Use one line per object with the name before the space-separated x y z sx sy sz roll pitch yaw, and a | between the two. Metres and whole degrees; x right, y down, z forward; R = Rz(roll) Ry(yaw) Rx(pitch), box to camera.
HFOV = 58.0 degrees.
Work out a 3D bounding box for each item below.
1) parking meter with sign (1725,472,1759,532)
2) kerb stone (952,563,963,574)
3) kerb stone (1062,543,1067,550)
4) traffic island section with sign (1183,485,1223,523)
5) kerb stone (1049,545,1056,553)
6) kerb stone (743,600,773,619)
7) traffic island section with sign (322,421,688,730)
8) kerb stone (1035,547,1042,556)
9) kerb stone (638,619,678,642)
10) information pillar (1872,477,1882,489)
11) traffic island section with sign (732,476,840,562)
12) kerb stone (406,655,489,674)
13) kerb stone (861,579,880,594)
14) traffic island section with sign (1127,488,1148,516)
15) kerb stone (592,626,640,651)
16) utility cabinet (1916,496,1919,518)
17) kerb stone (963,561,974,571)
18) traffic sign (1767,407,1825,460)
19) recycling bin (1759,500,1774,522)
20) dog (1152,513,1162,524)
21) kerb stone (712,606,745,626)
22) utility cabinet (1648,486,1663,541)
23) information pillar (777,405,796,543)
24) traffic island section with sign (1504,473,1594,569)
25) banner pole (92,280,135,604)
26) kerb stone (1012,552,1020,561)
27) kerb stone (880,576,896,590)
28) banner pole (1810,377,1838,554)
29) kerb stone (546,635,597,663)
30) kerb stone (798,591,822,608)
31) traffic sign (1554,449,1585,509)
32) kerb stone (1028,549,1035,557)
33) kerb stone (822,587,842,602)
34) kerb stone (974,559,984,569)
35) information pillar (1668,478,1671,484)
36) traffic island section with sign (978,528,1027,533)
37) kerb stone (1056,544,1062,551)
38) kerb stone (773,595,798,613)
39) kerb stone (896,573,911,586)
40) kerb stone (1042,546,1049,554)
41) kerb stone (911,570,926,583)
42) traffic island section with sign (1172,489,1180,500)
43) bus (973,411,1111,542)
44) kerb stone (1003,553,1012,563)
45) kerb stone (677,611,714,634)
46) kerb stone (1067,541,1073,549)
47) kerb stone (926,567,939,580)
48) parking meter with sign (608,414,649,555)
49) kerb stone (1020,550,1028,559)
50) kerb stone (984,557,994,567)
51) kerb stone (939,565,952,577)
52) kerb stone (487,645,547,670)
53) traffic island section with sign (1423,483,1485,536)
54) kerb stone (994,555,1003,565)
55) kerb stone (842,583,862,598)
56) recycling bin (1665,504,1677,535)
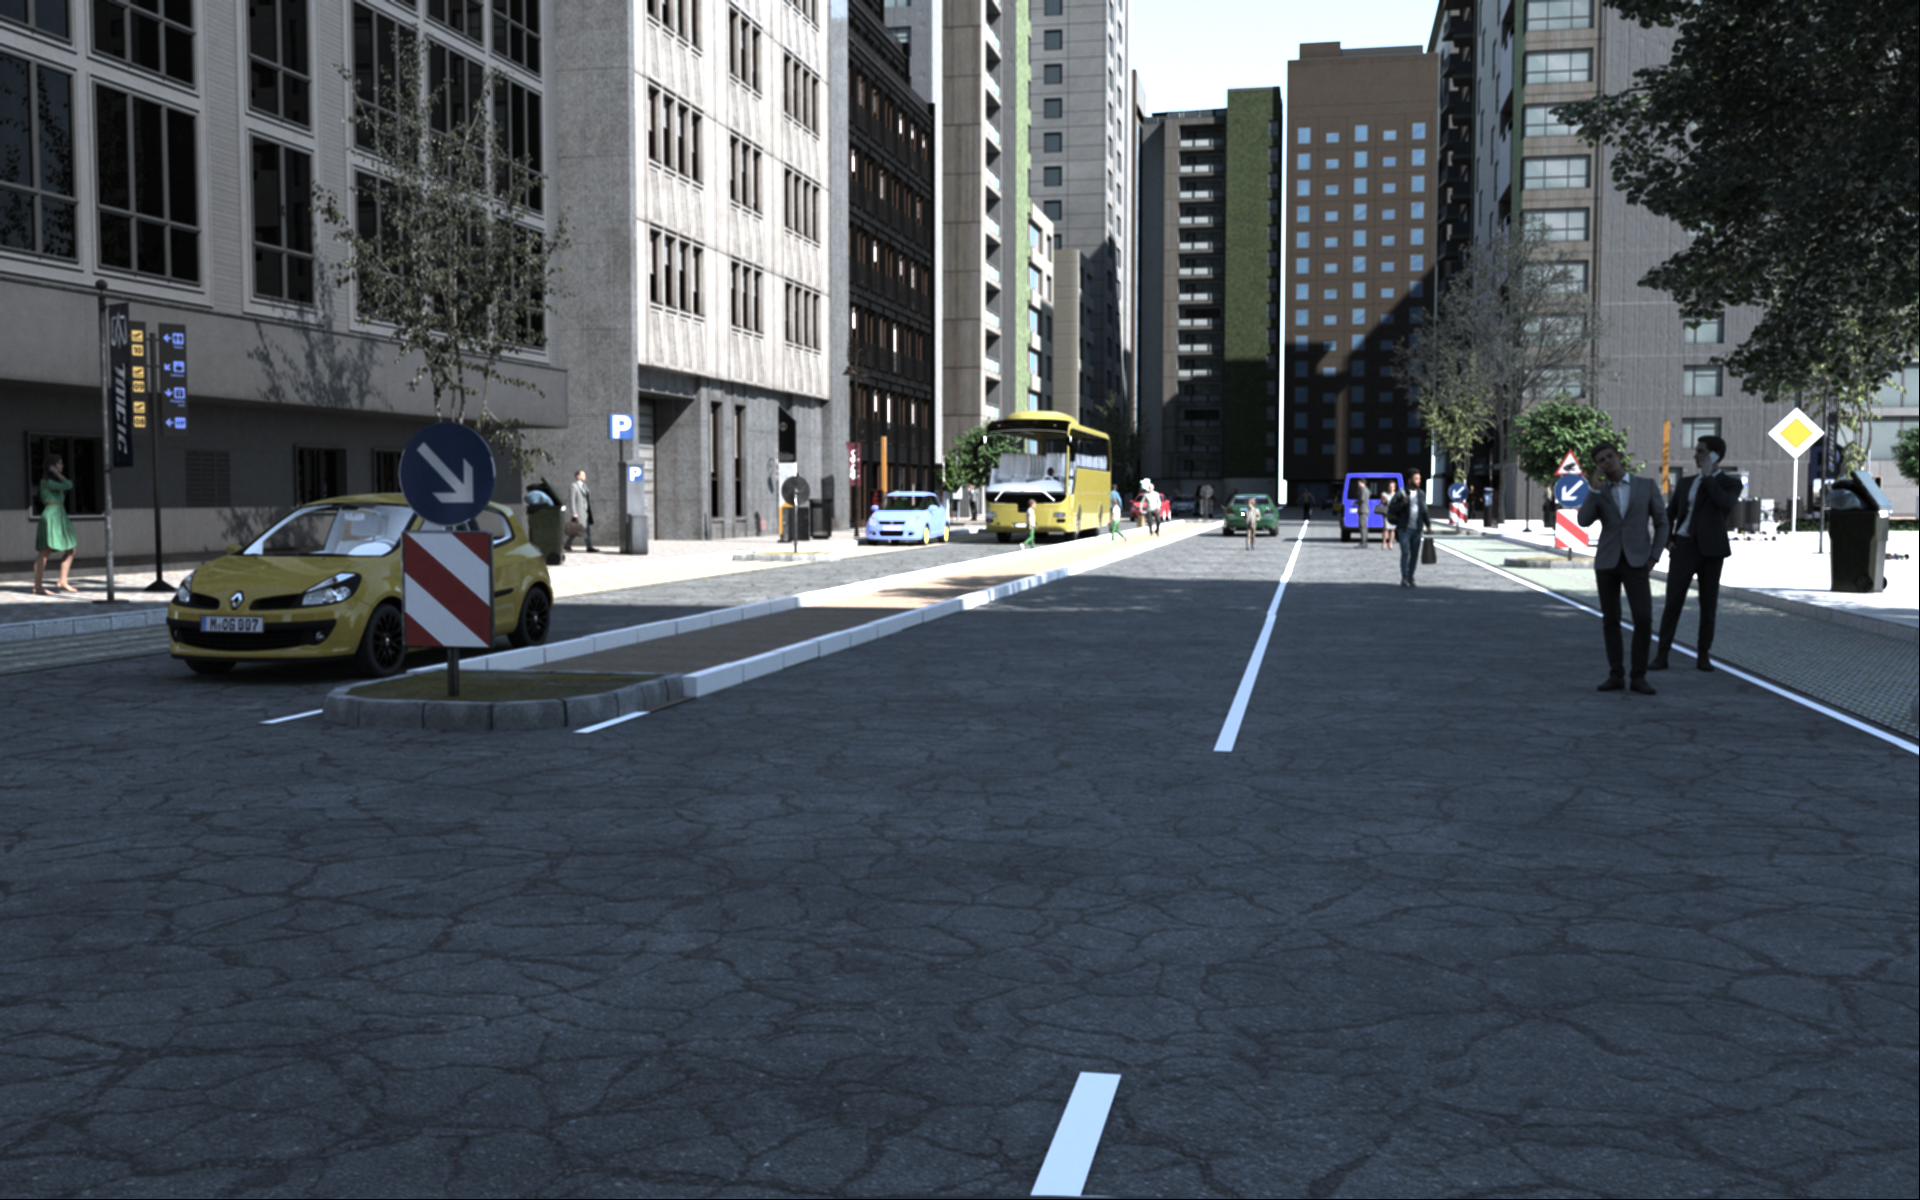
parking meter with sign | 26.539 -3.852 59.247 0.543 3.016 1.738 -2 4 -28
kerb stone | -0.153 -0.546 31.129 0.120 0.150 1.000 1 4 12
kerb stone | 2.546 -1.346 44.197 0.120 0.150 1.000 1 4 12
traffic island section with sign | 12.067 -4.708 85.106 2.006 1.907 1.989 1 4 12
kerb stone | 2.135 -1.219 42.185 0.120 0.150 1.000 1 4 12
kerb stone | -2.414 0.130 20.105 0.120 0.150 1.000 1 4 12
traffic island section with sign | -3.094 -0.206 11.507 2.006 1.907 1.989 1 4 12
kerb stone | 1.716 -1.095 40.169 0.120 0.150 1.000 1 4 12
kerb stone | -3.044 0.312 17.093 0.120 0.150 1.000 1 4 12
information pillar | 38.696 -4.198 73.132 0.304 2.012 0.304 1 4 15
traffic island section with sign | -3.669 -1.761 37.427 1.989 1.847 2.006 1 4 12
kerb stone | -3.870 0.558 13.088 0.120 0.150 1.000 1 4 12
kerb stone | -1.382 -0.178 25.111 0.120 0.150 1.000 1 4 12
traffic island section with sign | 12.068 -6.433 113.810 1.989 1.847 2.006 1 4 12
kerb stone | -3.246 0.374 16.090 0.120 0.150 1.000 1 4 12
utility cabinet | 37.024 -3.355 66.023 1.020 1.237 0.306 0 4 3
kerb stone | 0.059 -0.606 32.134 0.120 0.150 1.000 1 4 12
traffic sign | 12.625 -1.616 26.158 0.795 2.593 0.064 1 4 20
recycling bin | 37.347 -4.154 80.464 0.722 1.027 0.722 1 4 18
dog | 9.514 -3.962 84.065 0.406 0.507 0.540 2 4 24
kerb stone | -2.623 0.189 19.104 0.120 0.150 1.000 1 4 12
utility cabinet | 18.213 -2.314 46.513 1.173 1.500 0.318 1 4 21
information pillar | -4.561 -3.322 45.663 0.504 3.616 0.183 1 4 21
traffic island section with sign | 11.756 -1.547 33.918 1.989 1.847 2.006 1 4 12
banner pole | -9.843 -1.845 20.190 0.863 3.779 0.401 3 4 38
kerb stone | 1.093 -0.915 37.156 0.120 0.150 1.000 1 4 12
kerb stone | -1.183 -0.235 26.114 0.120 0.150 1.000 1 4 12
banner pole | 18.440 -2.861 36.792 0.401 3.779 0.863 0 4 4
kerb stone | -3.448 0.444 15.089 0.120 0.150 1.000 1 4 12
kerb stone | -1.998 0.005 22.107 0.120 0.150 1.000 1 4 12
traffic sign | 17.426 -3.028 49.510 0.884 2.594 0.081 1 4 18
kerb stone | 1.509 -1.038 39.163 0.120 0.150 1.000 1 4 12
kerb stone | -1.799 -0.049 23.110 0.120 0.150 1.000 1 4 12
kerb stone | 0.266 -0.669 33.140 0.120 0.150 1.000 1 4 12
information pillar | 31.784 -4.490 77.900 0.304 2.012 0.304 1 4 20
traffic island section with sign | 1.802 -3.385 63.973 1.989 1.847 2.006 1 4 12
kerb stone | 2.345 -1.284 43.193 0.120 0.150 1.000 1 4 12
kerb stone | -2.209 0.067 21.106 0.120 0.150 1.000 1 4 12
kerb stone | -0.979 -0.301 27.116 0.120 0.150 1.000 1 4 12
kerb stone | 1.928 -1.161 41.177 0.120 0.150 1.000 1 4 12
kerb stone | -0.769 -0.362 28.116 0.120 0.150 1.000 1 4 12
traffic island section with sign | 17.525 -8.048 140.209 1.989 1.847 2.006 1 4 12
bus | 2.909 -3.861 54.672 2.896 3.916 12.252 1 4 11
kerb stone | 0.888 -0.854 36.155 0.120 0.150 1.000 1 4 12
kerb stone | -2.829 0.255 18.097 0.120 0.150 1.000 1 4 12
kerb stone | 2.755 -1.407 45.207 0.120 0.150 1.000 1 4 12
kerb stone | -0.559 -0.423 29.117 0.120 0.150 1.000 1 4 12
parking meter with sign | -7.074 -2.504 37.199 0.543 3.016 1.738 -2 4 -24
kerb stone | 1.303 -0.976 38.157 0.120 0.150 1.000 1 4 12
kerb stone | 0.471 -0.729 34.143 0.120 0.150 1.000 1 4 12
kerb stone | -0.351 -0.485 30.118 0.120 0.150 1.000 1 4 12
kerb stone | -3.657 0.496 14.088 0.120 0.150 1.000 1 4 12
traffic island section with sign | 17.236 -3.173 60.507 1.989 1.847 2.006 1 4 12
kerb stone | 0.680 -0.792 35.152 0.120 0.150 1.000 1 4 12
kerb stone | -1.594 -0.111 24.111 0.120 0.150 1.000 1 4 12
recycling bin | 18.422 -1.940 44.265 0.722 1.027 0.722 2 4 30
